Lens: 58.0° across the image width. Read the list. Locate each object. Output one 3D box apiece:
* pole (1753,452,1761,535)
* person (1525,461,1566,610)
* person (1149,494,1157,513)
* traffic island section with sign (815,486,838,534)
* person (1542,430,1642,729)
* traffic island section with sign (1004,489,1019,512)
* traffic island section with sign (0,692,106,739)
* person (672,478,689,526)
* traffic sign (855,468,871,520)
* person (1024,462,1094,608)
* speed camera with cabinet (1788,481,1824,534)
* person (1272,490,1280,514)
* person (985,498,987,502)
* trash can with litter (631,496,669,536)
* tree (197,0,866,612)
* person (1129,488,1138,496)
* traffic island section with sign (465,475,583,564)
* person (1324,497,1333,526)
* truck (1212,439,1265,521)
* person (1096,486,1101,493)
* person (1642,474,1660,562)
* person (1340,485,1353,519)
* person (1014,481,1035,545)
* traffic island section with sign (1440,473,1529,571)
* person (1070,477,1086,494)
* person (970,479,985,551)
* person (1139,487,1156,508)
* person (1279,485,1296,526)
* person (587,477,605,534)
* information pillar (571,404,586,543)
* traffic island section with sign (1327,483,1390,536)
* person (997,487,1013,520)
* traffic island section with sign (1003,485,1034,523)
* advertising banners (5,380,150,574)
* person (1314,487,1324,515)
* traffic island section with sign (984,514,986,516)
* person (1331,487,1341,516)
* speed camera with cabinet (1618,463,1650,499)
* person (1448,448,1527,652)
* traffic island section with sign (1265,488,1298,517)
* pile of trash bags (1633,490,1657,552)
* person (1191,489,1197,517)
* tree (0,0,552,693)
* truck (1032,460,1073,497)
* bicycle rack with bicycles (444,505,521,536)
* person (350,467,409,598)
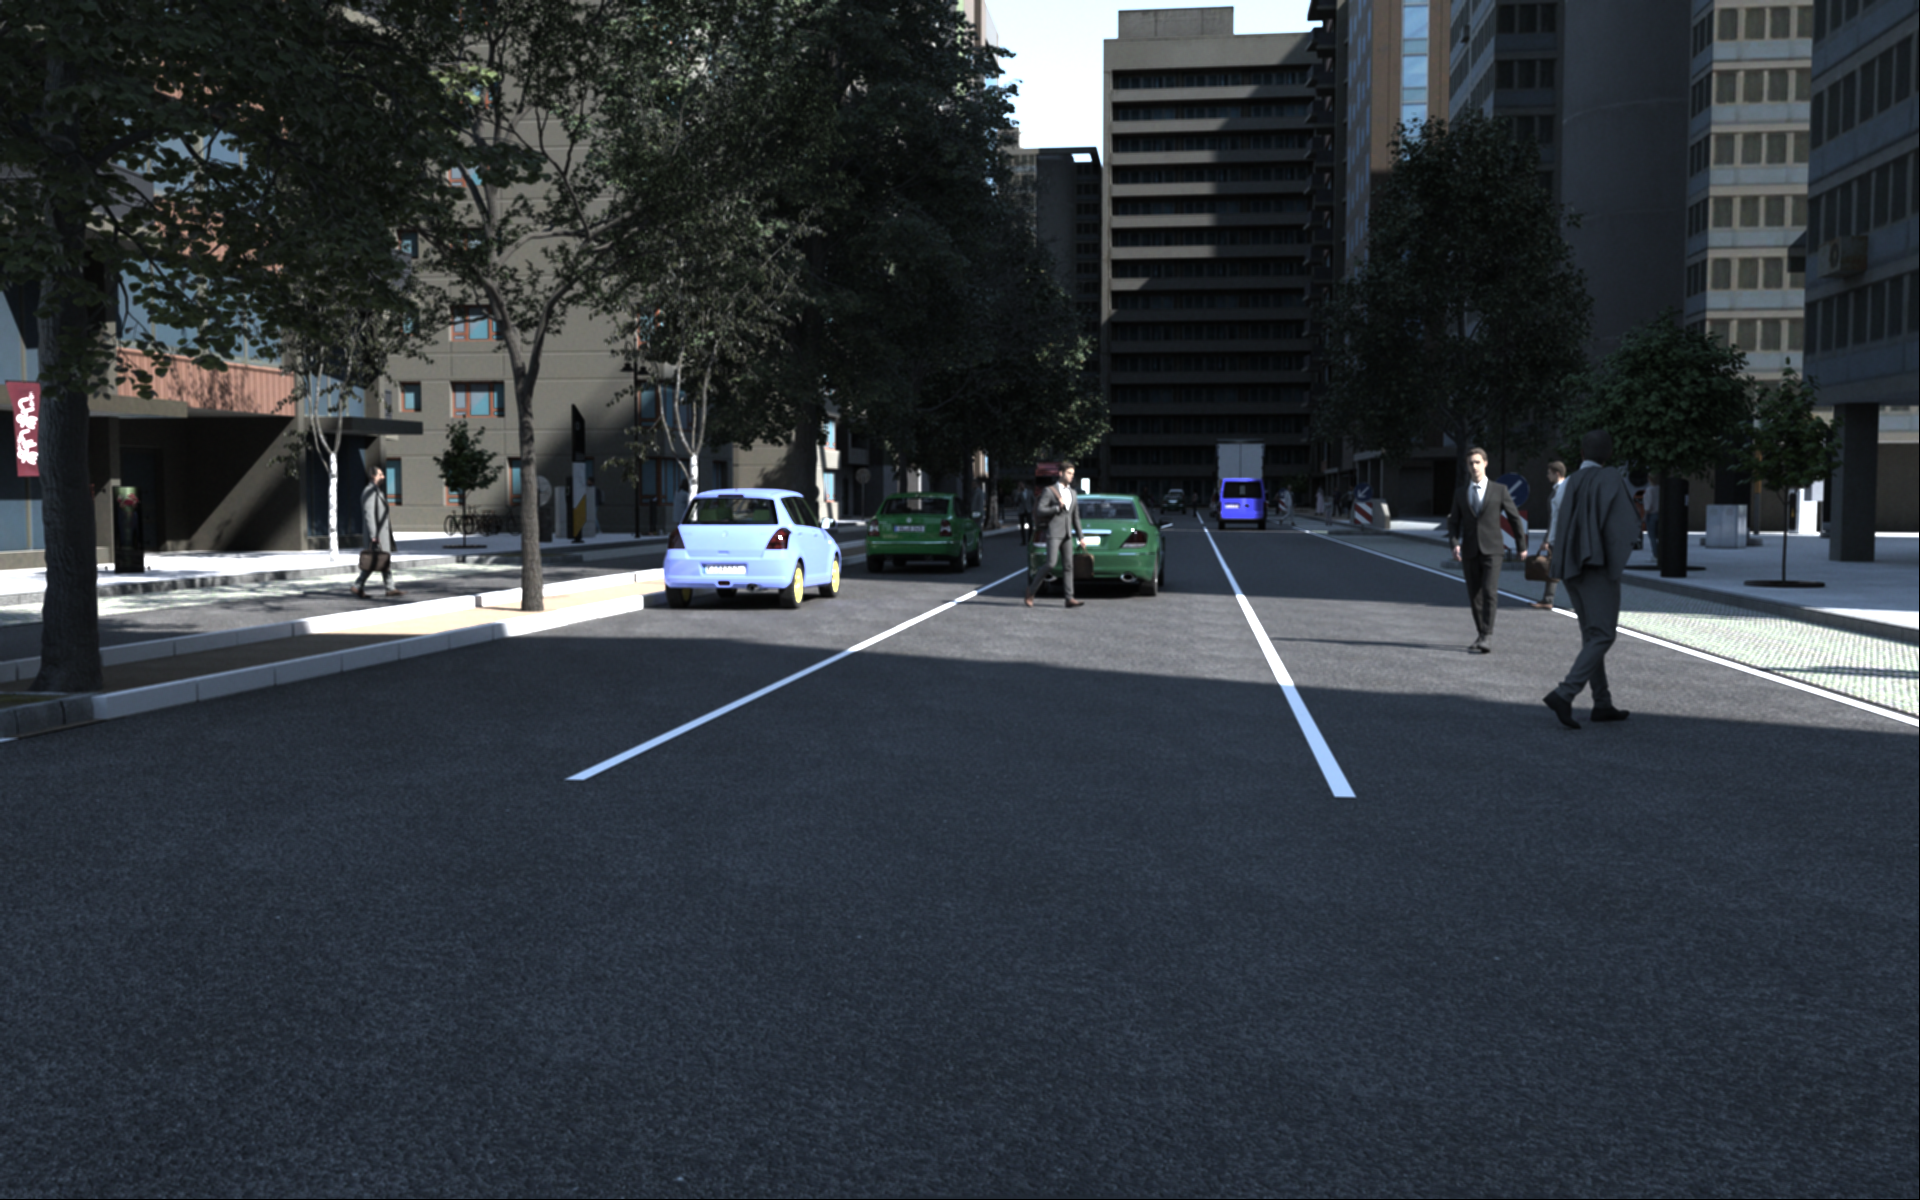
[{"bbox_3d":[25.188,-3.721,54.677,0.158,3.312,0.155,0,3,0],"label":"pole"},{"bbox_3d":[7.413,-0.784,21.289,0.822,1.834,0.622,2,4,28],"label":"person"},{"bbox_3d":[14.921,-7.479,134.005,0.599,1.433,0.991,3,5,45],"label":"person"},{"bbox_3d":[-5.491,-3.319,62.894,1.989,1.847,2.006,0,4,7],"label":"traffic island section with sign"},{"bbox_3d":[3.928,-0.129,10.716,0.850,1.850,0.679,-2,4,-30],"label":"person"},{"bbox_3d":[4.490,-7.969,138.923,1.989,1.847,2.006,0,4,7],"label":"traffic island section with sign"},{"bbox_3d":[-6.582,-0.127,10.210,2.006,1.907,1.989,0,4,7],"label":"traffic island section with sign"},{"bbox_3d":[-6.422,-1.908,39.957,0.793,1.790,0.793,1,4,13],"label":"person"},{"bbox_3d":[-4.718,-5.141,84.161,0.768,2.556,0.104,1,4,10],"label":"traffic sign"},{"bbox_3d":[1.249,-0.821,21.885,0.822,1.834,0.622,3,5,43],"label":"person"},{"bbox_3d":[27.011,-3.717,55.112,0.660,3.252,2.038,0,4,7],"label":"speed camera with cabinet"},{"bbox_3d":[22.093,-6.837,120.988,0.721,1.736,1.217,2,4,31],"label":"person"},{"bbox_3d":[0.930,-5.457,97.712,1.348,1.826,0.705,1,4,13],"label":"person"},{"bbox_3d":[-9.358,-2.613,53.772,1.678,1.210,2.233,0,4,1],"label":"trash can with litter"},{"bbox_3d":[-5.129,-5.151,21.087,8.767,10.594,7.601,0,4,7],"label":"tree"},{"bbox_3d":[12.019,-6.829,120.163,1.348,1.824,0.705,-1,4,-19],"label":"person"},{"bbox_3d":[-9.001,-1.684,36.167,1.989,1.847,2.006,0,4,7],"label":"traffic island section with sign"},{"bbox_3d":[16.571,-3.978,77.814,0.425,1.301,0.394,-1,4,-18],"label":"person"},{"bbox_3d":[15.080,-6.412,93.747,2.839,4.237,11.283,1,4,8],"label":"truck"},{"bbox_3d":[7.005,-4.854,87.858,1.348,1.824,0.705,1,4,20],"label":"person"},{"bbox_3d":[13.226,-1.585,32.632,0.598,1.740,0.731,3,5,39],"label":"person"},{"bbox_3d":[20.360,-5.105,90.294,1.217,1.735,0.721,3,5,40],"label":"person"},{"bbox_3d":[1.826,-2.427,48.362,0.592,1.802,0.473,1,4,18],"label":"person"},{"bbox_3d":[10.290,-1.500,33.154,1.989,1.847,2.006,0,4,7],"label":"traffic island section with sign"},{"bbox_3d":[2.426,-1.777,37.656,0.694,1.812,0.767,2,4,32],"label":"person"},{"bbox_3d":[0.424,-2.153,43.801,0.391,1.810,0.635,-2,4,-29],"label":"person"},{"bbox_3d":[9.502,-4.901,88.762,1.348,1.807,0.705,-3,4,-37],"label":"person"},{"bbox_3d":[14.681,-4.225,77.463,0.818,1.842,0.514,2,4,24],"label":"person"},{"bbox_3d":[-11.657,-2.984,54.822,0.713,1.824,0.794,1,4,22],"label":"person"},{"bbox_3d":[-9.992,-3.304,45.382,0.183,3.616,0.504,1,4,21],"label":"information pillar"},{"bbox_3d":[13.866,-3.165,60.369,1.989,1.847,2.006,0,4,7],"label":"traffic island section with sign"},{"bbox_3d":[2.279,-5.390,96.638,1.348,1.822,0.705,0,4,4],"label":"person"},{"bbox_3d":[3.188,-4.684,84.713,2.006,1.907,1.989,0,4,7],"label":"traffic island section with sign"},{"bbox_3d":[-13.938,-1.910,27.416,0.090,3.025,2.074,3,5,44],"label":"advertising banners"},{"bbox_3d":[21.982,-6.060,105.798,0.621,1.740,0.551,3,5,42],"label":"person"},{"bbox_3d":[0.987,-6.334,112.196,1.989,1.847,2.006,0,4,7],"label":"traffic island section with sign"},{"bbox_3d":[21.704,-5.683,99.874,0.530,1.710,0.541,-3,5,-40],"label":"person"},{"bbox_3d":[16.132,-2.987,43.167,2.038,3.252,0.660,0,4,-2],"label":"speed camera with cabinet"},{"bbox_3d":[4.755,-0.459,15.790,0.659,1.850,0.755,2,4,32],"label":"person"},{"bbox_3d":[20.337,-6.179,109.656,1.989,1.847,2.006,0,4,7],"label":"traffic island section with sign"},{"bbox_3d":[14.916,-1.830,39.678,1.912,1.369,3.447,-1,4,-11],"label":"pile of trash bags"},{"bbox_3d":[14.556,-6.037,107.909,0.721,1.736,1.217,0,4,-4],"label":"person"},{"bbox_3d":[-6.508,-5.629,12.624,7.486,12.596,7.792,0,3,0],"label":"tree"},{"bbox_3d":[7.754,-9.450,143.421,2.839,4.237,11.283,0,4,7],"label":"truck"},{"bbox_3d":[-14.727,-2.467,53.714,2.852,0.926,2.925,3,4,38],"label":"bicycle rack with bicycles"},{"bbox_3d":[-8.061,-0.942,24.002,0.767,1.812,0.694,-1,4,-13],"label":"person"}]
